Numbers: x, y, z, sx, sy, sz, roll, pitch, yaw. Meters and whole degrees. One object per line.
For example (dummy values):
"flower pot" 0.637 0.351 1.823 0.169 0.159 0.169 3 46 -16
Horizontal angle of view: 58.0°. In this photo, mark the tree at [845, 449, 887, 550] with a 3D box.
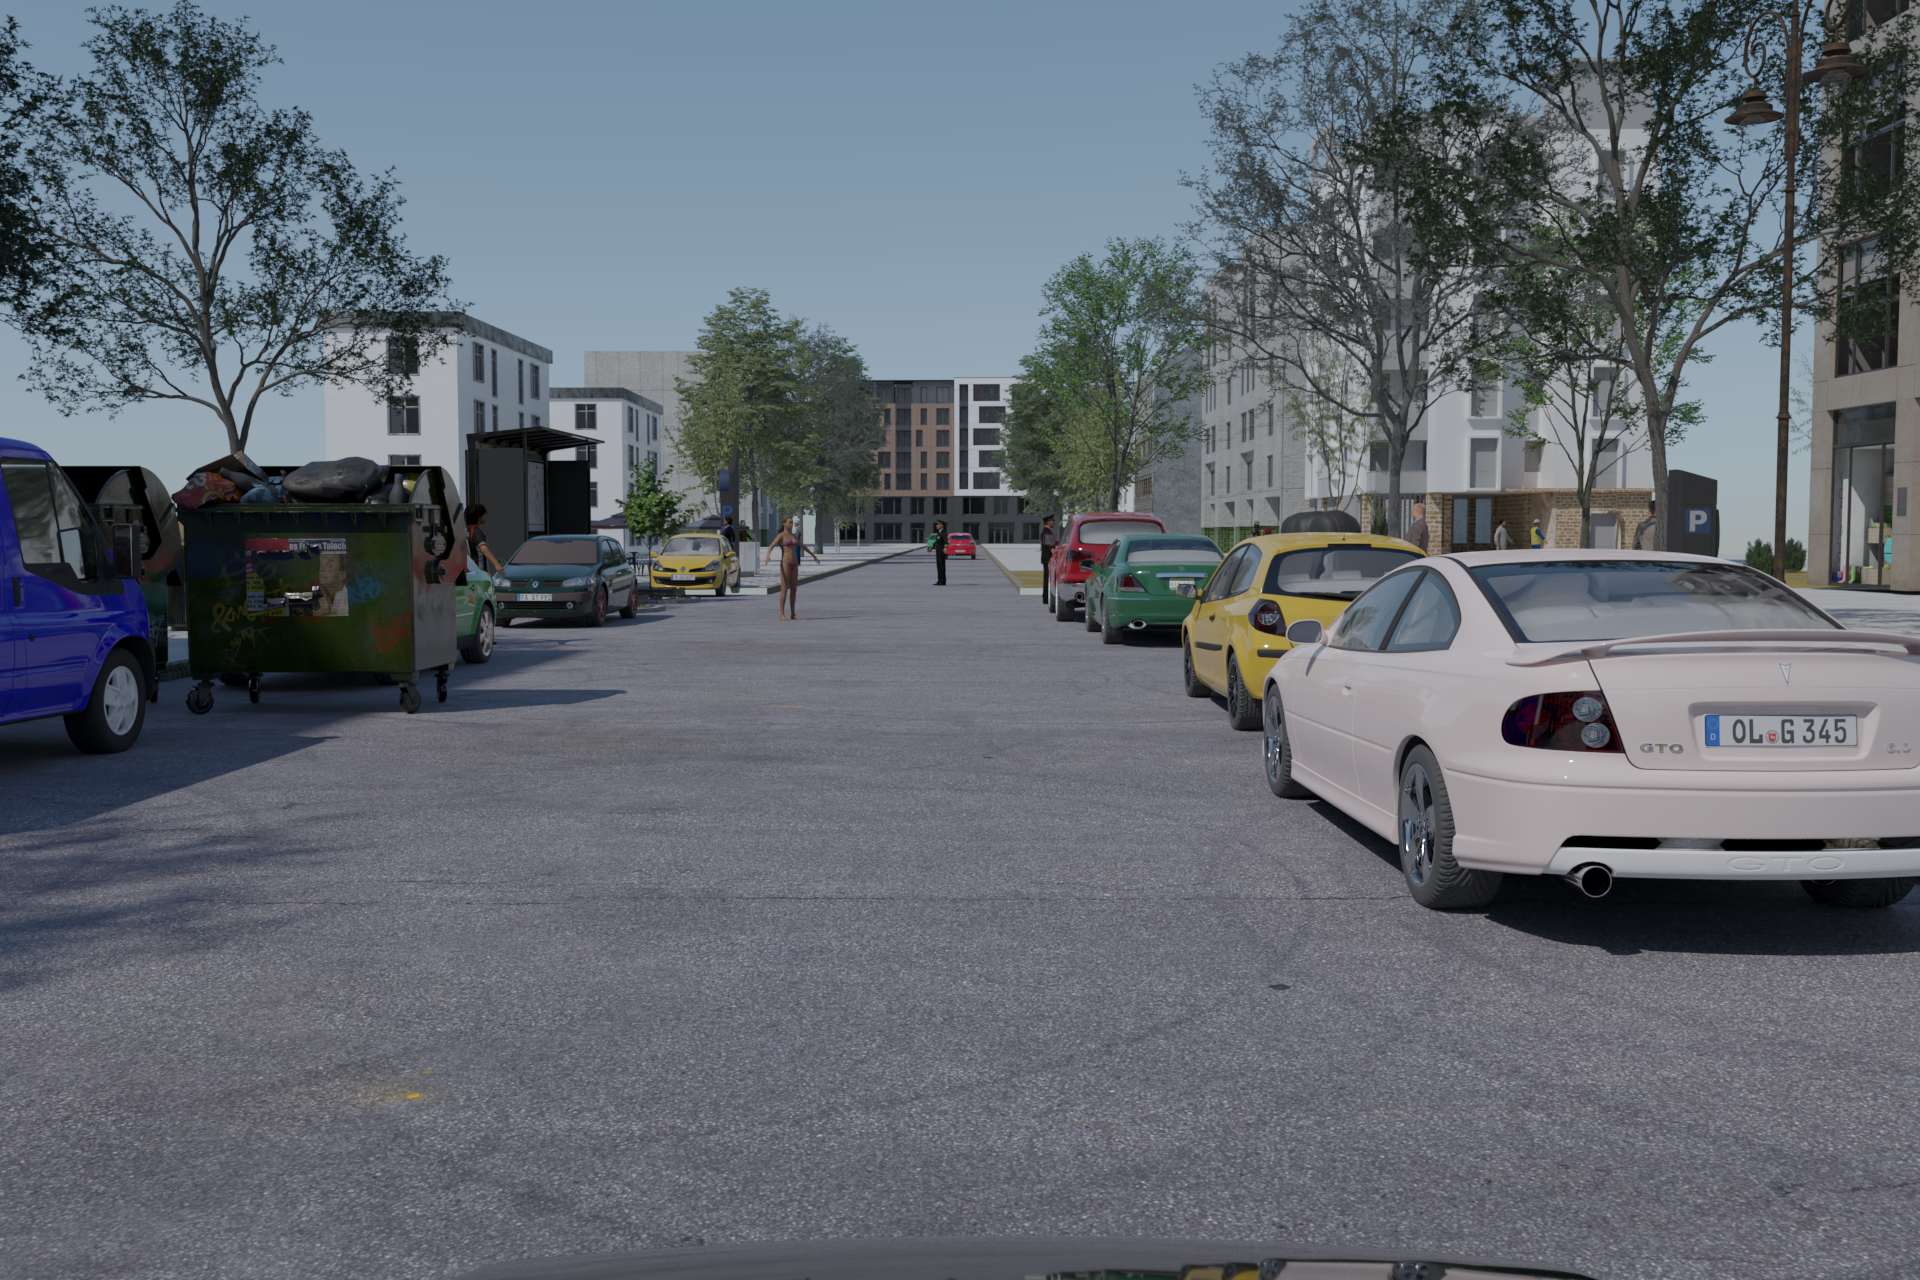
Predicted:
"tree" -8.623 -11.786 143.070 4.360 8.622 3.978 0 3 0

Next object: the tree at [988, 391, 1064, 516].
"tree" 7.127 -14.080 140.571 12.009 13.543 11.850 0 3 0

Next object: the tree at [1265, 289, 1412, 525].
"tree" 10.649 -6.017 48.739 4.360 8.622 3.978 0 3 0

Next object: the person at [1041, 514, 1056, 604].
"person" 1.837 -1.651 35.389 0.705 1.837 1.347 0 4 -3

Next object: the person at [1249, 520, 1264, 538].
"person" 12.435 -4.092 72.686 0.705 1.856 1.354 3 5 42

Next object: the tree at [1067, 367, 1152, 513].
"tree" 6.495 -7.751 77.098 4.737 8.622 4.395 0 3 0

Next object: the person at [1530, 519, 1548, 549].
"person" 21.474 -3.576 64.439 0.705 1.833 1.349 0 4 -7

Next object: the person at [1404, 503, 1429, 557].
"person" 7.073 -1.246 26.967 0.434 1.755 0.990 1 4 23

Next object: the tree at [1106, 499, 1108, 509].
"tree" 21.366 -17.188 231.385 4.360 8.622 3.978 0 3 0

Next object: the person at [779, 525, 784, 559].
"person" -5.658 -3.060 56.254 0.704 1.802 1.346 1 4 10

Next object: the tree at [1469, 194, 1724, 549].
"tree" 19.174 -7.774 52.858 9.928 11.665 9.643 0 3 0

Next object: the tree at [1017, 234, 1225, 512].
"tree" 5.465 -8.225 60.231 9.928 11.665 9.643 0 3 0

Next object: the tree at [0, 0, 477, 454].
"tree" -12.288 -5.815 29.488 7.601 10.594 8.767 3 5 43

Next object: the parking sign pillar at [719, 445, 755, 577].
"parking sign pillar" -6.868 -3.866 51.674 1.447 3.967 1.447 0 4 -1

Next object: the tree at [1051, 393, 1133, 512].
"tree" 6.553 -8.439 88.339 4.737 8.622 4.395 0 3 0

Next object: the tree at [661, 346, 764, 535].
"tree" -9.570 -7.206 68.177 4.737 8.622 4.395 0 3 0

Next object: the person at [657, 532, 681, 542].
"person" -12.690 -4.287 76.218 1.348 1.813 0.705 -2 4 -35

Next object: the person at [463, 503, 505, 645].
"person" -6.195 -0.840 22.337 0.704 1.843 1.345 -2 4 -34

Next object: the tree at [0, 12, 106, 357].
"tree" -12.477 -5.076 17.413 7.601 10.594 8.767 0 3 0

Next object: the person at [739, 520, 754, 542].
"person" -8.113 -3.595 64.919 0.704 1.812 1.346 2 4 24

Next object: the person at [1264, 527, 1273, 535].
"person" 6.674 -1.705 37.089 0.599 1.438 0.989 1 4 14

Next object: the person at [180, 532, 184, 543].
"person" -14.502 -1.547 31.377 1.344 1.819 0.704 -1 4 -12

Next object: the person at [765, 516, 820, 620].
"person" -2.801 -1.198 28.848 0.721 1.733 1.217 3 5 41

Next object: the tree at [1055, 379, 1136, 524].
"tree" 6.304 -8.102 82.835 4.737 8.622 4.395 0 3 0

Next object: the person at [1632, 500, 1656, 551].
"person" 9.827 -1.075 24.154 0.750 1.759 0.617 0 4 -4

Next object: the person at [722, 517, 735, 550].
"person" -6.292 -2.426 46.387 0.721 1.740 1.216 1 4 15

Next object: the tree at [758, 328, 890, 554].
"tree" -8.961 -12.389 109.207 9.857 13.997 8.962 0 3 0

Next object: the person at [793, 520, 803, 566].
"person" -6.540 -3.877 69.246 0.705 1.847 1.347 1 4 19

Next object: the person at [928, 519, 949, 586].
"person" -0.555 -2.431 48.132 0.705 1.837 1.347 -1 4 -20

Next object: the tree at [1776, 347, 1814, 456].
"tree" 28.833 -6.414 55.238 4.360 8.622 3.978 0 3 0

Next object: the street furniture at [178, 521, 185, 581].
"street furniture" -21.407 -2.596 49.293 9.812 1.723 11.010 0 4 -4

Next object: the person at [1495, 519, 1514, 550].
"person" 19.149 -3.360 61.118 0.705 1.806 1.347 3 5 43

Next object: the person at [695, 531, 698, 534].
"person" -12.152 -4.309 79.721 0.991 1.433 0.599 0 4 5

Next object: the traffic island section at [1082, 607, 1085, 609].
"traffic island section" 3.238 -0.678 33.944 1.991 0.108 1.994 0 4 1

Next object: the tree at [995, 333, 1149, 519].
"tree" 6.801 -12.138 105.103 9.857 13.997 8.962 0 3 0

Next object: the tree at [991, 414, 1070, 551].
"tree" 6.325 -12.421 128.847 9.928 11.665 9.643 0 3 0

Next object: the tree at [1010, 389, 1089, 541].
"tree" 6.958 -11.786 118.457 9.928 11.665 9.643 0 3 0
